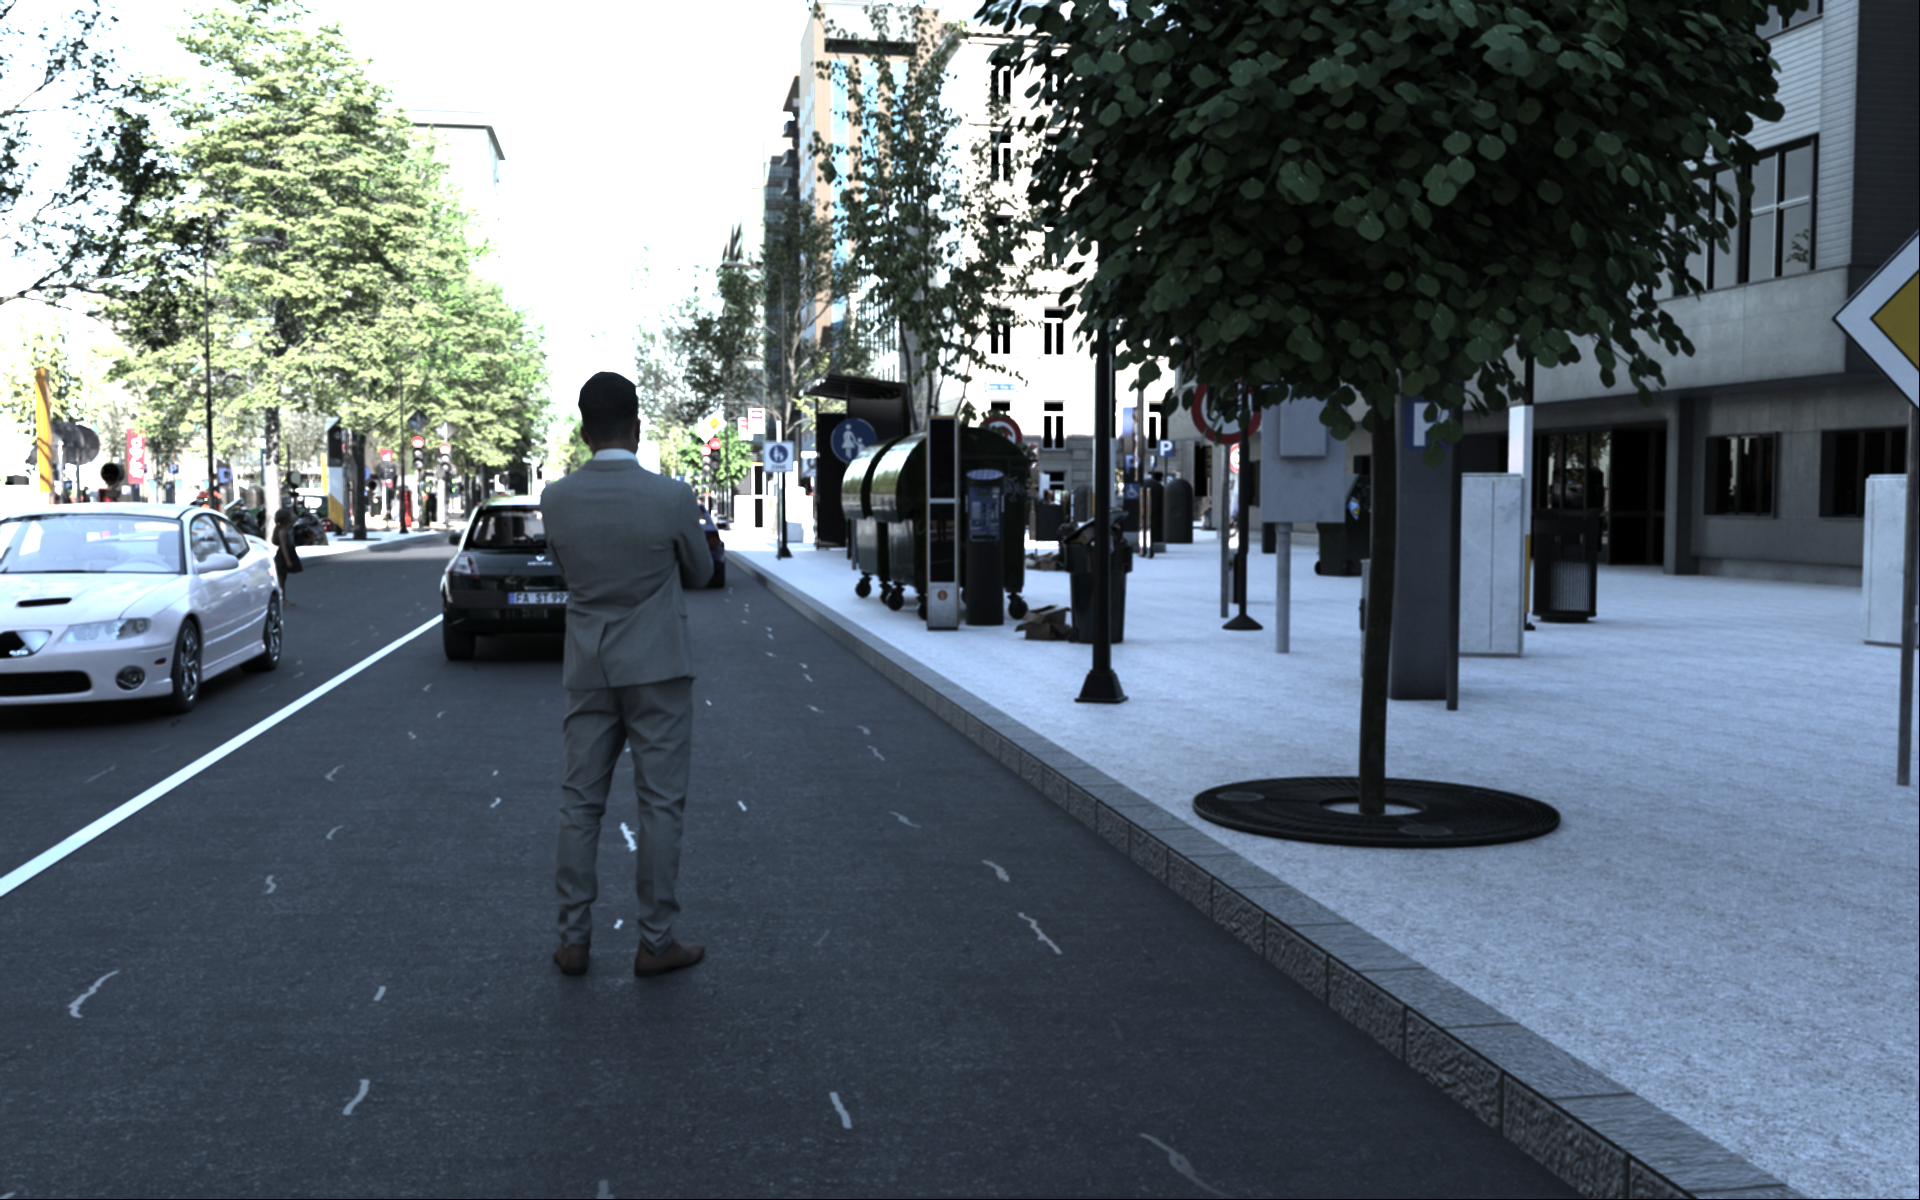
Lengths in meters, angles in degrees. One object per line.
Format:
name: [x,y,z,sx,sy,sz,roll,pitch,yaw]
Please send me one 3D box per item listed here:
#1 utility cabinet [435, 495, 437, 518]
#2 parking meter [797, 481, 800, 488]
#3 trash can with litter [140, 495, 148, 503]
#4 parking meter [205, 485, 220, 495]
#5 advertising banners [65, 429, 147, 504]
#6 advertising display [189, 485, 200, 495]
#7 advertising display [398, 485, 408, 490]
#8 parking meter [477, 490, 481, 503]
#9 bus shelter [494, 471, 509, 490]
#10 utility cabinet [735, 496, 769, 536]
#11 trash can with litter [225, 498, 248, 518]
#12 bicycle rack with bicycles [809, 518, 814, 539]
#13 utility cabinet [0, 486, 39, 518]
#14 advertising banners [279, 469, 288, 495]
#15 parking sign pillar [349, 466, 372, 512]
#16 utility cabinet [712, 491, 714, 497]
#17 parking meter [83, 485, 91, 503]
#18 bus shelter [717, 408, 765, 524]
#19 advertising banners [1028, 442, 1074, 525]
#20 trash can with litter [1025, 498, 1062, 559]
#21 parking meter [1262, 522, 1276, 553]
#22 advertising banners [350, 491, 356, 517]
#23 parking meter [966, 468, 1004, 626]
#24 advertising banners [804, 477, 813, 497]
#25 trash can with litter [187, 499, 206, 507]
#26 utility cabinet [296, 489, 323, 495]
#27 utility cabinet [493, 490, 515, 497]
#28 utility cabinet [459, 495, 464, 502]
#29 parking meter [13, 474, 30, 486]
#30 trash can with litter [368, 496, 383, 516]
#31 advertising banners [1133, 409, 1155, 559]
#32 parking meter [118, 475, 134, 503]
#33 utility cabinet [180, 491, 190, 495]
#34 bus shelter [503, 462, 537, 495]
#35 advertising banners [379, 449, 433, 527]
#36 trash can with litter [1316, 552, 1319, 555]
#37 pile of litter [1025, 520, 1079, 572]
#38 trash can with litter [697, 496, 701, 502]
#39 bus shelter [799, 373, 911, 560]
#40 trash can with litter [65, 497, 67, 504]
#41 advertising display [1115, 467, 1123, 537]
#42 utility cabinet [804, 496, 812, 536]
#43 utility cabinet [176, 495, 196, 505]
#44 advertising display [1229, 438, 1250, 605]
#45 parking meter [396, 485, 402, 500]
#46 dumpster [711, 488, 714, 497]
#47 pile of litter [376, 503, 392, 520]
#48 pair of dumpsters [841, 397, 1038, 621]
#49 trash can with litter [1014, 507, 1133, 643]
utility cabinet: [-28.161,-5.044,93.628,0.306,1.237,1.020,-1,4,-20]
parking meter: [-6.380,-3.754,67.090,0.399,1.863,0.255,-1,4,-20]
trash can with litter: [-55.601,-6.498,117.293,2.233,1.210,1.678,0,4,-3]
parking meter: [-20.818,-2.437,48.264,0.372,1.533,0.369,0,3,0]
advertising banners: [-22.812,-3.065,46.300,2.074,3.025,0.090,-2,4,-28]
advertising display: [-53.778,-7.126,121.722,0.974,1.923,0.123,2,4,29]
advertising display: [-40.759,-7.436,126.789,0.974,1.923,0.123,2,4,31]
parking meter: [-29.682,-6.013,106.725,0.372,1.533,0.369,0,3,0]
bus shelter: [-33.803,-8.281,129.317,2.014,3.302,5.546,-1,4,-10]
utility cabinet: [-6.448,-2.602,53.705,1.020,1.237,0.306,0,4,0]
trash can with litter: [-21.955,-2.480,51.927,1.055,1.170,0.624,-3,4,-37]
bicycle rack with bicycles: [-3.230,-2.195,49.271,2.852,0.926,2.925,2,4,34]
utility cabinet: [-25.107,-2.317,46.569,1.173,1.500,0.318,0,4,-4]
advertising banners: [-47.024,-7.597,120.397,0.090,3.025,2.074,0,4,-7]
parking sign pillar: [-41.894,-8.128,121.372,1.447,3.967,1.447,2,4,33]
utility cabinet: [-17.460,-7.186,126.176,1.173,1.500,0.318,0,4,7]
parking meter: [-56.141,-6.465,111.417,0.255,1.863,0.399,3,4,38]
bus shelter: [-9.793,-6.190,78.831,2.179,5.291,8.768,-1,4,-10]
advertising banners: [3.020,-3.790,58.152,0.090,3.025,2.074,-3,5,-44]
trash can with litter: [1.389,-1.417,34.233,2.233,1.210,1.678,1,4,13]
parking meter: [6.692,-1.942,37.468,0.255,1.863,0.399,0,4,-1]
advertising banners: [-34.805,-6.285,98.953,0.090,3.025,2.074,-2,4,-31]
parking meter: [0.243,-0.524,16.977,0.372,1.533,0.369,0,3,0]
advertising banners: [-8.635,-6.238,98.173,0.090,3.025,2.074,1,4,17]
trash can with litter: [-16.275,-1.519,36.228,1.055,1.170,0.624,1,4,14]
utility cabinet: [-28.842,-4.160,76.700,1.173,1.500,0.318,-2,4,-33]
utility cabinet: [-25.711,-5.442,97.662,1.173,1.500,0.318,0,4,-1]
utility cabinet: [-38.545,-7.519,134.091,0.306,1.237,1.020,-1,4,-21]
parking meter: [-26.900,-2.692,49.725,0.399,1.863,0.255,0,4,1]
trash can with litter: [-34.561,-5.556,102.223,1.055,1.170,0.624,3,4,36]
advertising banners: [3.714,-2.385,35.178,0.090,3.025,2.074,0,4,-5]
parking meter: [-23.953,-2.695,49.774,0.399,1.863,0.255,-1,4,-20]
utility cabinet: [-57.774,-7.402,129.701,1.173,1.500,0.318,1,4,10]
bus shelter: [-29.517,-8.415,115.221,2.179,5.291,8.768,-1,4,-10]
advertising banners: [-21.629,-4.368,67.608,2.074,3.025,0.090,-3,5,-40]
trash can with litter: [7.678,-1.423,34.655,1.055,1.170,0.624,1,4,21]
pile of litter: [1.616,-0.945,29.417,1.176,0.858,1.719,1,4,16]
trash can with litter: [-15.366,-5.427,100.121,1.055,1.170,0.624,0,4,-8]
bus shelter: [-2.274,-2.795,36.974,1.731,3.624,6.357,-1,4,-10]
trash can with litter: [-36.480,-3.728,72.013,2.233,1.210,1.678,-3,4,-37]
advertising display: [3.935,-2.214,41.410,0.974,1.923,0.123,-2,4,-35]
utility cabinet: [-4.948,-2.575,53.266,0.306,1.237,1.020,-3,5,-41]
utility cabinet: [-36.344,-4.304,81.539,0.306,1.237,1.020,2,4,34]
advertising display: [3.245,-0.927,20.374,0.123,1.923,0.974,0,4,-2]
parking meter: [-36.966,-6.637,114.218,0.255,1.863,0.399,2,4,31]
dumpster: [-20.027,-8.322,138.557,1.502,2.255,1.985,-1,4,-10]
pile of litter: [-28.252,-4.415,86.150,1.719,0.858,1.176,0,4,-4]
pair of dumpsters: [-0.301,-1.042,19.523,1.574,2.255,4.437,-1,4,-11]
trash can with litter: [0.968,-0.224,15.058,1.055,1.170,0.624,2,4,32]
